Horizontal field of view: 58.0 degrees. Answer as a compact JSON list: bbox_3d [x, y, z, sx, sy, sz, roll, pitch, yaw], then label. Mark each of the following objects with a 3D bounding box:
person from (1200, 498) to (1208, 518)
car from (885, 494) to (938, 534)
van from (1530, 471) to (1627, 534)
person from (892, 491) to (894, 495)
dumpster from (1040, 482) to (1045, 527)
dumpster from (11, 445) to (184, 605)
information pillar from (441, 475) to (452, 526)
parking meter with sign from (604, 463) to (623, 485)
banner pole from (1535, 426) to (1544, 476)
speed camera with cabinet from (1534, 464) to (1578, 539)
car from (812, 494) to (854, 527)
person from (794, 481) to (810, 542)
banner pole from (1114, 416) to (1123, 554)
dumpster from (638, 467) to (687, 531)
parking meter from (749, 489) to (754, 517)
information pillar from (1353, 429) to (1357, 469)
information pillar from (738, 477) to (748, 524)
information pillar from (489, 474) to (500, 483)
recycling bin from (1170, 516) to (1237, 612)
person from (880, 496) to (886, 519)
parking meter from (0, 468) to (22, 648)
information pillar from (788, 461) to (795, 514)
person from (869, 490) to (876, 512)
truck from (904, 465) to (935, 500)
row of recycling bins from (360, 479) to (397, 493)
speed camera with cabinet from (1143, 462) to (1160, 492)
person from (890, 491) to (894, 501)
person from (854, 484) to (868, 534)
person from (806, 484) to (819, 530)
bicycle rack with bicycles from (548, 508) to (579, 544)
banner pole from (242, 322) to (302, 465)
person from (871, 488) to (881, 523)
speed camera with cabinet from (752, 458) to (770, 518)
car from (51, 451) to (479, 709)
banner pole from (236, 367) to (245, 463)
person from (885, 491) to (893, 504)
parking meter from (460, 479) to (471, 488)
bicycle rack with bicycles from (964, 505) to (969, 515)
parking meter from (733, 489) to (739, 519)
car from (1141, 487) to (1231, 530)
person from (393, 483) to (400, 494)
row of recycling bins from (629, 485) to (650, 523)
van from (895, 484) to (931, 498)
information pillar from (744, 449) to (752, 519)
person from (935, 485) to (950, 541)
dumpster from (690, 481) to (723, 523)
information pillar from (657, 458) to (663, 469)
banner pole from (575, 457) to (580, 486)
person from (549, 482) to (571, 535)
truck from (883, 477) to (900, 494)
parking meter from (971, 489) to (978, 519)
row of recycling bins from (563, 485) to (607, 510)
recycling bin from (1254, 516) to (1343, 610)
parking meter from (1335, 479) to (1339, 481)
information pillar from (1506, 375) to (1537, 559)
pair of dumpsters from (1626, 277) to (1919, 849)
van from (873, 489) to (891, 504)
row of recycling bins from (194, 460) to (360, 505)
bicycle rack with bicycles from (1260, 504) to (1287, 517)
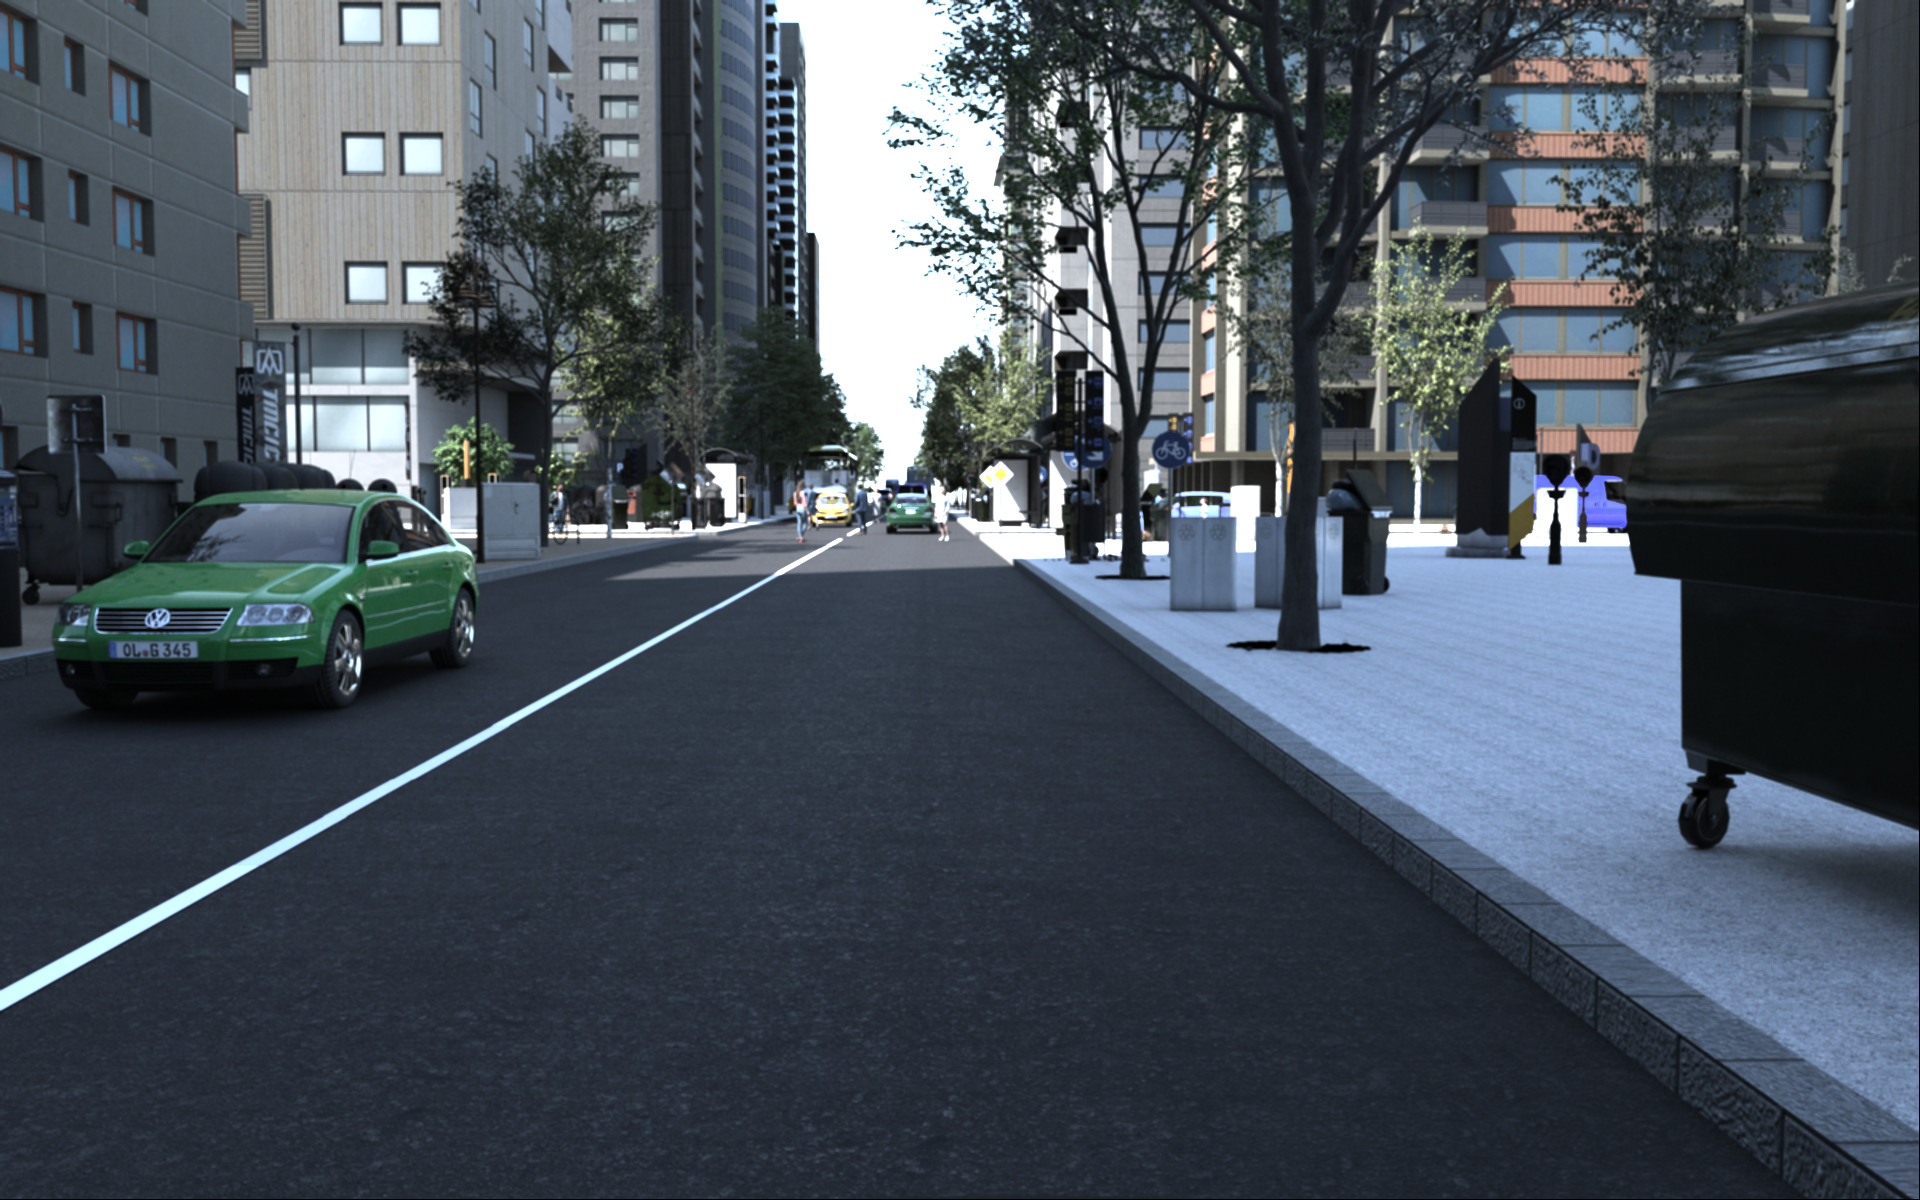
[{"bbox_3d":[7.942,-2.675,56.510,0.394,1.301,0.425,-2,4,-29],"label":"person"},{"bbox_3d":[-1.743,-3.196,64.045,2.131,1.459,4.920,0,4,0],"label":"car"},{"bbox_3d":[20.548,-3.265,57.761,5.245,2.365,2.240,0,4,-2],"label":"van"},{"bbox_3d":[-7.239,-11.006,189.185,0.721,1.736,1.217,0,4,-4],"label":"person"},{"bbox_3d":[2.725,-3.871,69.044,1.264,1.857,1.865,0,4,-1],"label":"dumpster"},{"bbox_3d":[-10.264,-0.912,20.674,1.264,1.857,1.865,0,4,-1],"label":"dumpster"},{"bbox_3d":[-20.302,-3.915,68.500,0.304,2.012,0.304,1,4,14],"label":"information pillar"},{"bbox_3d":[-19.608,-6.177,97.261,1.738,3.016,0.543,3,5,42],"label":"parking meter with sign"},{"bbox_3d":[21.171,-4.514,63.817,0.863,3.779,0.401,3,4,36],"label":"banner pole"},{"bbox_3d":[16.739,-3.396,49.862,0.660,3.252,2.038,-3,4,-38],"label":"speed camera with cabinet"},{"bbox_3d":[-5.622,-4.039,76.267,2.015,1.641,3.980,0,4,-2],"label":"car"},{"bbox_3d":[-4.698,-2.639,51.651,0.555,1.821,0.388,2,4,35],"label":"person"},{"bbox_3d":[3.522,-2.870,36.943,0.401,3.779,0.863,0,4,-4],"label":"banner pole"},{"bbox_3d":[-10.524,-3.595,61.265,1.502,2.255,1.985,0,4,-1],"label":"dumpster"},{"bbox_3d":[-11.897,-5.685,98.657,0.399,1.863,0.255,3,5,42],"label":"parking meter"},{"bbox_3d":[14.125,-4.317,61.942,0.183,3.616,0.504,1,4,17],"label":"information pillar"},{"bbox_3d":[-9.263,-4.246,73.912,0.304,2.012,0.304,1,4,13],"label":"information pillar"},{"bbox_3d":[-16.794,-3.549,62.521,0.304,2.012,0.304,1,4,17],"label":"information pillar"},{"bbox_3d":[2.713,-0.410,19.266,0.722,1.027,0.722,1,4,9],"label":"recycling bin"},{"bbox_3d":[-4.512,-5.426,101.464,0.306,1.304,0.590,-1,4,-18],"label":"person"},{"bbox_3d":[-8.114,-0.375,14.548,0.372,1.533,0.369,0,3,0],"label":"parking meter"},{"bbox_3d":[-10.754,-7.293,110.594,0.183,3.616,0.504,3,5,45],"label":"information pillar"},{"bbox_3d":[-6.981,-7.956,139.030,0.568,1.767,0.683,0,4,-1],"label":"person"},{"bbox_3d":[-3.870,-10.203,156.583,2.967,4.110,18.799,0,3,0],"label":"truck"},{"bbox_3d":[-17.095,-2.446,47.106,3.534,1.692,1.069,0,4,-5],"label":"row of recycling bins"},{"bbox_3d":[7.423,-4.445,67.011,0.660,3.252,2.038,0,4,8],"label":"speed camera with cabinet"},{"bbox_3d":[-7.438,-10.771,185.161,0.990,1.755,0.434,-2,4,-30],"label":"person"},{"bbox_3d":[-3.502,-3.240,61.656,0.419,1.800,0.721,3,5,40],"label":"person"},{"bbox_3d":[-5.857,-3.673,68.574,0.581,1.822,0.654,-3,4,-39],"label":"person"},{"bbox_3d":[-11.048,-1.859,43.777,2.852,0.926,2.925,1,4,14],"label":"bicycle rack with bicycles"},{"bbox_3d":[-9.821,-2.147,25.125,0.863,3.779,0.401,-3,5,-41],"label":"banner pole"},{"bbox_3d":[-4.217,-4.763,86.952,0.480,1.755,0.524,1,4,10],"label":"person"},{"bbox_3d":[-10.854,-6.124,94.458,0.660,3.252,2.038,-1,4,-20],"label":"speed camera with cabinet"},{"bbox_3d":[-4.971,-0.255,12.961,1.959,1.807,4.718,0,4,0],"label":"car"},{"bbox_3d":[-12.213,-2.447,30.024,0.863,3.779,0.401,1,4,22],"label":"banner pole"},{"bbox_3d":[-6.051,-8.568,149.526,0.756,1.711,0.436,3,5,41],"label":"person"},{"bbox_3d":[-18.643,-3.645,65.307,0.399,1.863,0.255,2,4,35],"label":"parking meter"},{"bbox_3d":[1.718,-5.727,107.025,2.925,0.926,2.852,0,4,-4],"label":"bicycle rack with bicycles"},{"bbox_3d":[-11.586,-4.987,89.946,0.372,1.533,0.369,0,3,0],"label":"parking meter"},{"bbox_3d":[7.672,-2.993,58.530,3.694,1.707,1.945,0,4,-2],"label":"car"},{"bbox_3d":[-17.994,-2.835,55.034,0.511,1.800,0.466,-1,4,-16],"label":"person"},{"bbox_3d":[-14.399,-4.342,78.096,1.069,1.692,3.534,0,4,-7],"label":"row of recycling bins"},{"bbox_3d":[-2.924,-6.246,106.502,2.240,2.365,5.245,0,4,0],"label":"van"},{"bbox_3d":[-10.982,-6.010,89.611,0.183,3.616,0.504,2,4,31],"label":"information pillar"},{"bbox_3d":[-0.512,-2.693,53.527,0.512,1.701,0.522,2,4,26],"label":"person"},{"bbox_3d":[-10.948,-4.220,74.750,1.264,1.857,1.865,0,4,-1],"label":"dumpster"},{"bbox_3d":[-19.600,-7.449,113.150,0.504,3.616,0.183,2,4,25],"label":"information pillar"},{"bbox_3d":[-23.420,-7.098,106.065,0.401,3.779,0.863,1,4,10],"label":"banner pole"},{"bbox_3d":[-13.259,-3.002,57.570,0.794,1.824,0.713,-1,4,-15],"label":"person"},{"bbox_3d":[-10.794,-18.114,285.929,2.967,4.110,18.799,0,4,0],"label":"truck"},{"bbox_3d":[0.720,-4.837,87.499,0.372,1.533,0.369,0,3,0],"label":"parking meter"},{"bbox_3d":[-17.183,-4.389,78.869,3.534,1.692,1.069,2,4,35],"label":"row of recycling bins"},{"bbox_3d":[3.810,-0.425,19.496,0.722,1.027,0.722,-3,5,-39],"label":"recycling bin"},{"bbox_3d":[14.898,-3.800,67.844,0.399,1.863,0.255,3,5,40],"label":"parking meter"},{"bbox_3d":[11.083,-2.619,34.172,0.504,3.616,0.183,0,4,4],"label":"information pillar"},{"bbox_3d":[3.271,-0.106,4.221,1.574,2.255,4.437,0,4,-1],"label":"pair of dumpsters"},{"bbox_3d":[-8.752,-11.799,197.298,2.240,2.365,5.245,0,4,-1],"label":"van"},{"bbox_3d":[-9.000,-0.955,22.734,1.069,1.692,3.534,0,4,-2],"label":"row of recycling bins"},{"bbox_3d":[11.884,-2.971,61.963,2.852,0.926,2.925,0,4,-4],"label":"bicycle rack with bicycles"}]
